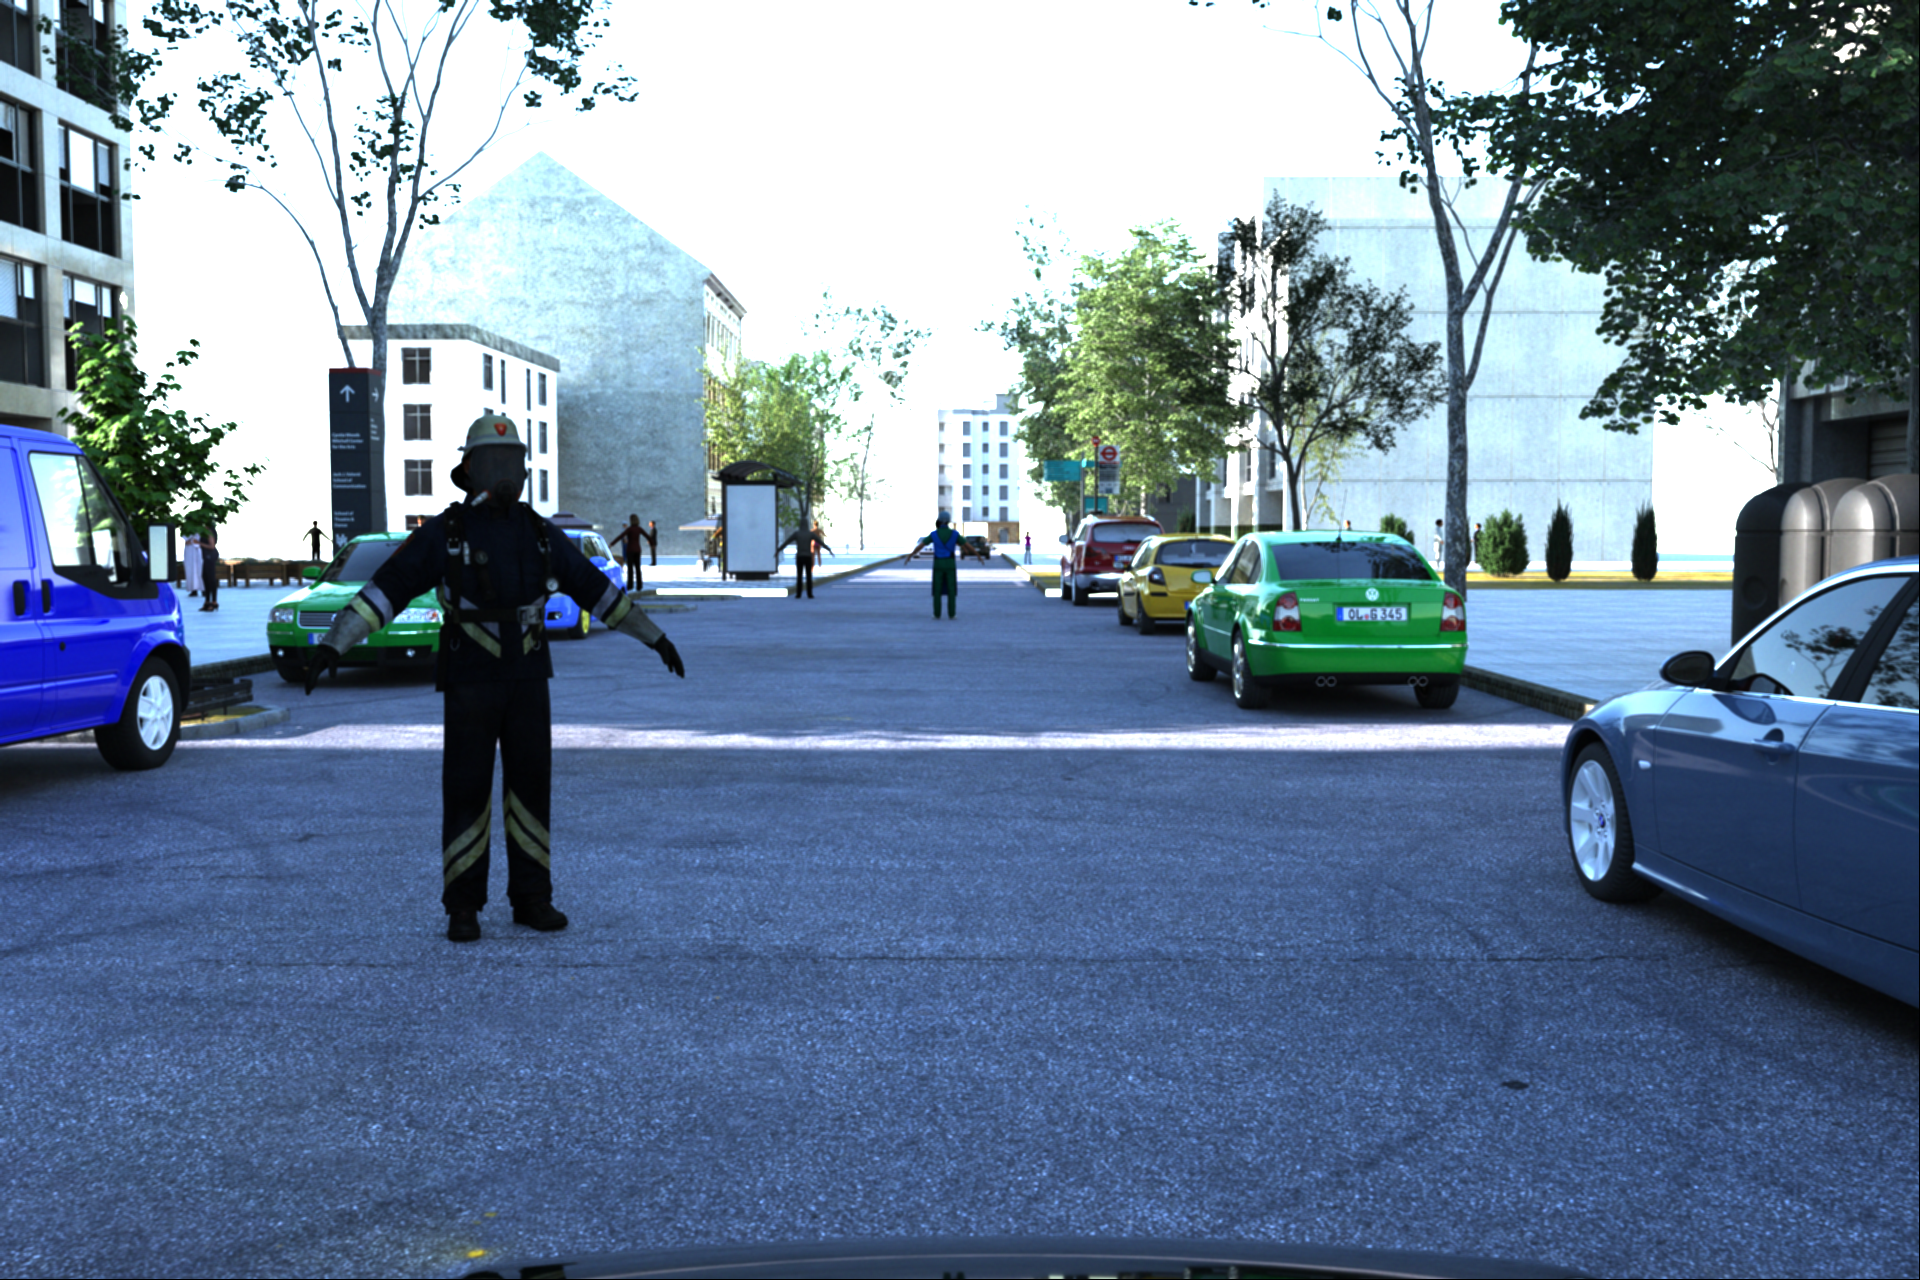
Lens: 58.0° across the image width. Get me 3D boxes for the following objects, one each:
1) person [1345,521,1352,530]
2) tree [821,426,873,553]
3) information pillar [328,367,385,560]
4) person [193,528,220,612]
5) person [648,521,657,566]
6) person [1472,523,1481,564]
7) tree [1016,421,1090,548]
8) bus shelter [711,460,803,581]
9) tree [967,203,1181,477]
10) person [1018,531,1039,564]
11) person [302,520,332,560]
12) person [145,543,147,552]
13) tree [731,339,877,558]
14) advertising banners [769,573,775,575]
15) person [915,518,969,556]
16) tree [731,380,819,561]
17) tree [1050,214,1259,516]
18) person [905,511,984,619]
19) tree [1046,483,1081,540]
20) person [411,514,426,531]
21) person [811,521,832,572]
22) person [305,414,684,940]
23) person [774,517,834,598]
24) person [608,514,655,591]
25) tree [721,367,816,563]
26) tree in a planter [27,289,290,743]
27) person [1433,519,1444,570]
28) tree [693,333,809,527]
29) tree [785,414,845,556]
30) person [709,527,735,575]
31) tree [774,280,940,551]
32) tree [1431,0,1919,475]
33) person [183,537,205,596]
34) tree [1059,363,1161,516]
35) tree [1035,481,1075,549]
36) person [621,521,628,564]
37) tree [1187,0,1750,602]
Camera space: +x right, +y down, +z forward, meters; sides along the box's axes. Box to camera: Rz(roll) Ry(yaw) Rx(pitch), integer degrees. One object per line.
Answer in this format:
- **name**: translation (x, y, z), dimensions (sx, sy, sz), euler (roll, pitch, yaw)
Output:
- **person**: translation (14.709, -3.643, 65.841), dimensions (0.705, 1.796, 1.348), euler (3, 4, 36)
- **tree**: translation (-7.634, -10.258, 118.076), dimensions (4.360, 8.622, 3.978), euler (0, 3, 0)
- **information pillar**: translation (-9.474, -2.316, 27.238), dimensions (0.750, 3.857, 0.750), euler (0, 4, 1)
- **person**: translation (-12.542, -1.300, 28.762), dimensions (0.593, 1.643, 0.415), euler (2, 4, 27)
- **person**: translation (-12.269, -3.844, 69.066), dimensions (0.704, 1.802, 1.346), euler (0, 4, -4)
- **person**: translation (22.152, -4.139, 74.397), dimensions (0.721, 1.740, 1.216), euler (2, 4, 31)
- **tree**: translation (7.644, -11.852, 128.199), dimensions (7.601, 10.594, 8.767), euler (0, 4, 1)
- **bus shelter**: translation (-5.781, -3.433, 50.058), dimensions (2.014, 3.302, 5.546), euler (0, 3, 0)
- **tree**: translation (5.821, -15.015, 101.386), dimensions (12.611, 20.169, 13.585), euler (0, 3, 0)
- **person**: translation (2.913, -3.937, 73.636), dimensions (0.991, 1.433, 0.599), euler (2, 4, 25)
- **person**: translation (-23.921, -3.559, 64.370), dimensions (1.347, 1.806, 0.705), euler (1, 4, 15)
- **person**: translation (-20.730, -2.329, 44.213), dimensions (1.346, 1.812, 0.704), euler (1, 4, 21)
- **tree**: translation (-8.260, -10.151, 91.718), dimensions (9.928, 11.665, 9.643), euler (0, 3, 0)
- **advertising banners**: translation (-5.980, -3.609, 55.195), dimensions (0.090, 3.025, 2.074), euler (0, 4, 2)
- **person**: translation (-0.464, -2.118, 43.231), dimensions (1.345, 1.843, 0.704), euler (1, 4, 8)
- **tree**: translation (-8.522, -8.043, 81.867), dimensions (4.737, 8.622, 4.395), euler (0, 3, 0)
- **tree**: translation (6.884, -8.771, 61.540), dimensions (7.486, 12.596, 7.792), euler (0, 3, 0)
- **person**: translation (-0.262, -1.263, 29.235), dimensions (1.347, 1.817, 0.704), euler (0, 4, -2)
- **tree**: translation (7.553, -10.180, 116.806), dimensions (4.360, 8.622, 3.978), euler (0, 3, 0)
- **person**: translation (-15.236, -2.636, 49.027), dimensions (1.347, 1.837, 0.705), euler (0, 4, -2)
- **person**: translation (-4.914, -3.187, 58.909), dimensions (1.217, 1.733, 0.721), euler (-2, 4, -23)
- **person**: translation (-1.656, 0.124, 6.213), dimensions (1.354, 1.856, 0.705), euler (-2, 4, -32)
- **person**: translation (-3.478, -1.840, 38.667), dimensions (1.348, 1.813, 0.705), euler (0, 4, -4)
- **person**: translation (-7.396, -1.973, 39.059), dimensions (1.215, 1.729, 0.721), euler (-3, 5, -42)
- **tree**: translation (-8.076, -7.666, 75.707), dimensions (4.737, 8.622, 4.395), euler (0, 3, 0)
- **tree in a planter**: translation (-6.159, -0.951, 12.770), dimensions (1.991, 3.239, 1.994), euler (0, 4, 1)
- **person**: translation (17.162, -3.411, 61.951), dimensions (0.705, 1.806, 1.347), euler (1, 4, 13)
- **tree**: translation (-7.894, -6.923, 63.560), dimensions (4.737, 8.622, 4.395), euler (0, 3, 0)
- **tree**: translation (-8.518, -9.214, 101.010), dimensions (4.737, 8.622, 4.395), euler (0, 3, 0)
- **person**: translation (-7.323, -2.988, 54.620), dimensions (1.354, 1.858, 0.705), euler (-2, 4, -30)
- **tree**: translation (-7.952, -16.722, 129.298), dimensions (12.611, 20.169, 13.585), euler (0, 3, 0)
- **tree**: translation (8.975, -6.666, 15.650), dimensions (9.857, 13.997, 8.962), euler (0, 3, 0)
- **person**: translation (-15.765, -1.769, 35.642), dimensions (0.551, 1.740, 0.621), euler (-2, 4, -32)
- **tree**: translation (6.808, -7.421, 71.702), dimensions (4.360, 8.622, 3.978), euler (0, 3, 0)
- **tree**: translation (8.307, -11.931, 145.432), dimensions (4.360, 8.622, 3.978), euler (0, 3, 0)
- **person**: translation (-14.533, -4.243, 75.228), dimensions (0.705, 1.847, 1.347), euler (-1, 4, -11)
- **tree**: translation (9.668, -10.700, 30.837), dimensions (12.611, 20.169, 13.585), euler (0, 3, 0)
